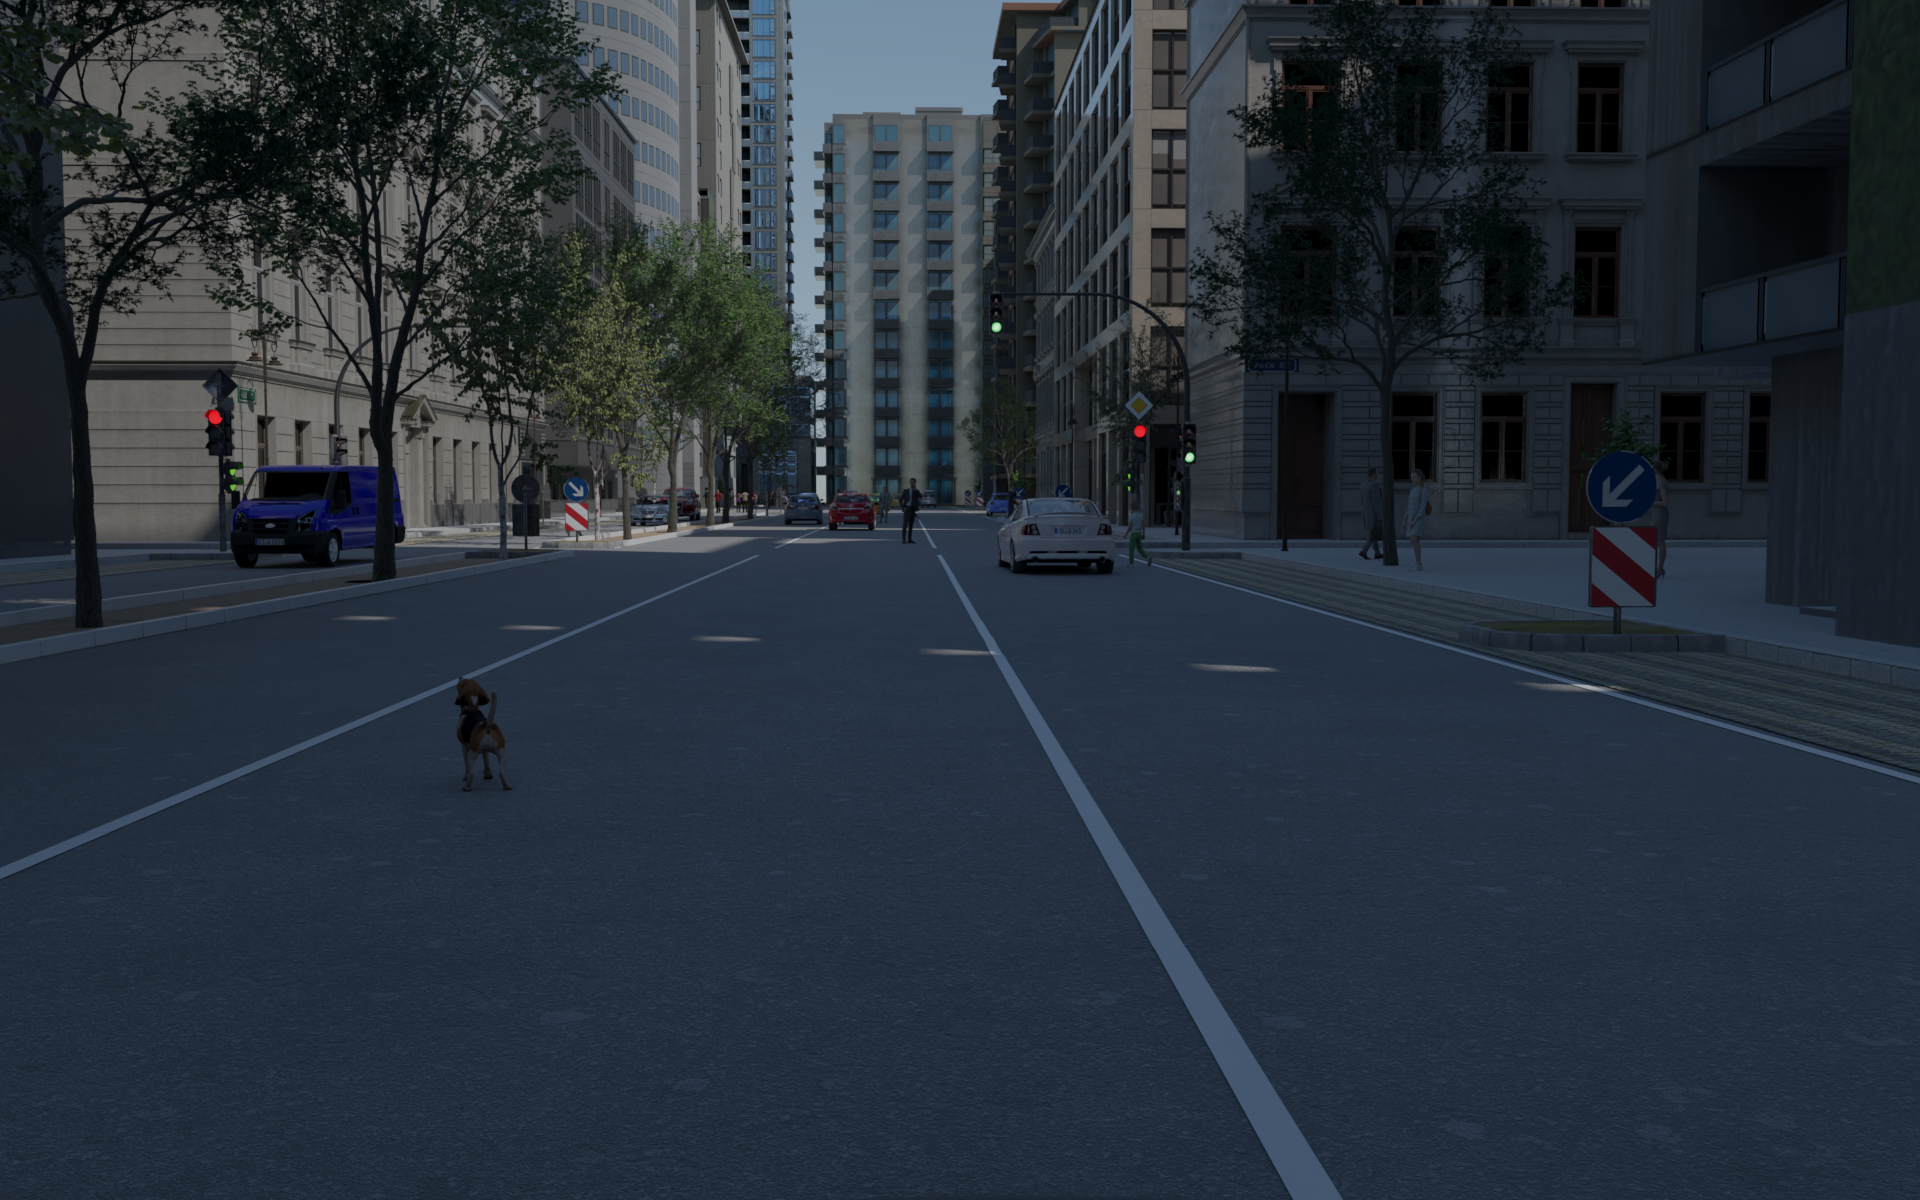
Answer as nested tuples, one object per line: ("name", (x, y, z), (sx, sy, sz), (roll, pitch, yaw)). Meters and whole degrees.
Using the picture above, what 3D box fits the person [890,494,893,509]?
("person", (-6.494, -9.164, 161.546), (0.599, 1.433, 0.991), (-2, 4, -34))

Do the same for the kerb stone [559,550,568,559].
("kerb stone", (-8.872, -0.981, 38.238), (0.120, 0.150, 1.000), (0, 4, -2))

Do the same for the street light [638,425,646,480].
("street light", (-21.060, -8.666, 114.470), (0.468, 5.910, 1.993), (0, 4, -2))

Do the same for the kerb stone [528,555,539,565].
("kerb stone", (-8.773, -0.790, 35.173), (0.120, 0.150, 1.000), (0, 4, -2))

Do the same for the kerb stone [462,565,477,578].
("kerb stone", (-8.611, -0.481, 30.053), (0.120, 0.150, 1.000), (0, 4, -2))

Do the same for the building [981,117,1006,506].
("building", (9.252, -31.039, 191.088), (14.154, 41.232, 14.086), (0, 4, -2))

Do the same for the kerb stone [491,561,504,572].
("kerb stone", (-8.671, -0.603, 32.096), (0.120, 0.150, 1.000), (0, 4, -2))

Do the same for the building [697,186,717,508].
("building", (-29.877, -23.548, 156.712), (14.160, 30.474, 14.107), (0, 4, -2))

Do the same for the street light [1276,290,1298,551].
("street light", (7.284, -4.029, 38.669), (0.468, 5.910, 1.993), (0, 4, -2))

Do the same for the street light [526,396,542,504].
("street light", (-19.837, -6.607, 80.804), (0.468, 5.910, 1.993), (0, 4, -2))

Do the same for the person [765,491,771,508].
("person", (-19.114, -9.980, 172.395), (0.721, 1.735, 1.217), (-2, 4, -29))

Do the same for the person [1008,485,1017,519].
("person", (2.619, -4.782, 86.043), (0.474, 1.900, 0.648), (0, 4, -1))

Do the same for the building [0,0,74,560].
("building", (-30.582, -14.480, 30.253), (24.014, 27.812, 14.314), (0, 4, -2))

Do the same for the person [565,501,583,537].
("person", (-12.971, -3.023, 58.275), (0.624, 1.780, 0.694), (-1, 4, -10))

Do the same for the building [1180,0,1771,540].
("building", (17.459, -13.241, 52.652), (21.152, 22.565, 11.583), (0, 4, -2))

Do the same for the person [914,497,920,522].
("person", (-2.317, -4.988, 89.899), (0.795, 1.843, 0.661), (3, 5, 40))

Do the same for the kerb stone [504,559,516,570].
("kerb stone", (-8.712, -0.668, 33.125), (0.120, 0.150, 1.000), (0, 4, -2))

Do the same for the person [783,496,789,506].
("person", (-13.021, -7.180, 129.134), (0.421, 1.427, 0.697), (3, 5, 41))

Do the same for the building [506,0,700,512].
("building", (-32.644, -36.247, 134.635), (21.231, 58.520, 28.212), (0, 4, -2))

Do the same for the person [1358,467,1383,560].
("person", (8.134, -1.704, 34.008), (0.767, 1.812, 0.694), (-1, 4, -15))

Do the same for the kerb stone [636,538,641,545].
("kerb stone", (-9.225, -1.639, 48.990), (0.120, 0.150, 1.000), (0, 4, -2))

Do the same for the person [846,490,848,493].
("person", (-10.416, -9.303, 161.049), (0.683, 1.767, 0.568), (1, 4, 9))

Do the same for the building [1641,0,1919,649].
("building", (14.881, -20.352, 16.343), (14.154, 41.232, 14.086), (0, 4, -2))

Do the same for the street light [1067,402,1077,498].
("street light", (5.656, -6.997, 87.189), (0.468, 5.910, 1.993), (0, 4, -2))

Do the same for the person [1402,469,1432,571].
("person", (7.659, -1.344, 29.025), (0.522, 1.701, 0.512), (-1, 4, -20))

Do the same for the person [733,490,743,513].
("person", (-17.105, -7.638, 134.061), (1.217, 1.739, 0.721), (2, 4, 29))

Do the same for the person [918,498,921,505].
("person", (-3.769, -8.918, 154.239), (0.705, 1.831, 1.348), (-1, 4, -20))

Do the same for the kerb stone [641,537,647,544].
("kerb stone", (-9.261, -1.695, 50.012), (0.120, 0.150, 1.000), (0, 4, -2))

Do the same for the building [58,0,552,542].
("building", (-28.167, -17.781, 67.132), (17.030, 29.872, 44.131), (0, 4, -2))

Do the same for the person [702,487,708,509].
("person", (-21.890, -8.786, 149.332), (0.705, 1.869, 1.348), (1, 4, 13))

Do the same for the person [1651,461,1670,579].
("person", (10.524, -1.212, 26.197), (0.374, 1.781, 0.599), (1, 4, 17))

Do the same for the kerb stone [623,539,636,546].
("kerb stone", (-9.187, -1.576, 47.968), (0.120, 0.150, 1.000), (0, 4, -2))

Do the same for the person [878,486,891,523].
("person", (-3.732, -4.707, 85.551), (0.635, 1.810, 0.391), (0, 4, 4))

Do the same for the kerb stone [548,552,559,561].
("kerb stone", (-8.842, -0.919, 37.217), (0.120, 0.150, 1.000), (0, 4, -2))

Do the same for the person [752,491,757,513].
("person", (-15.248, -7.215, 127.929), (0.593, 1.643, 0.415), (1, 4, 13))

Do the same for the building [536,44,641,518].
("building", (-27.618, -18.822, 101.240), (14.314, 27.812, 24.014), (0, 4, -2))

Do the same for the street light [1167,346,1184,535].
("street light", (6.758, -4.955, 53.798), (0.468, 5.910, 1.993), (0, 4, -2))

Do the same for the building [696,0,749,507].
("building", (-37.128, -36.264, 182.150), (27.495, 52.752, 28.713), (0, 4, -2))

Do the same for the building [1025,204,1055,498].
("building", (10.721, -16.855, 111.739), (11.583, 22.565, 21.152), (0, 4, -2))

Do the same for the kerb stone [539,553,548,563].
("kerb stone", (-8.819, -0.854, 36.194), (0.120, 0.150, 1.000), (0, 4, -2))

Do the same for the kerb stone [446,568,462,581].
("kerb stone", (-8.575, -0.418, 29.032), (0.120, 0.150, 1.000), (0, 4, -2))

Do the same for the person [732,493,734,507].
("person", (-22.521, -9.891, 170.981), (0.599, 1.433, 0.991), (-1, 4, -15))

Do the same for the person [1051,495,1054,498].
("person", (4.946, -5.056, 93.399), (0.332, 1.250, 0.352), (-3, 5, -45))

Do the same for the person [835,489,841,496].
("person", (-6.699, -5.299, 95.893), (0.466, 1.731, 0.760), (-1, 4, -9))

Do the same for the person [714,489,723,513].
("person", (-18.147, -7.419, 129.740), (1.348, 1.831, 0.705), (2, 4, 33))

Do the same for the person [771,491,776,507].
("person", (-21.229, -11.465, 196.045), (0.705, 1.812, 1.348), (-2, 4, -29))

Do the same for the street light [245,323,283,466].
("street light", (-18.710, -4.522, 46.730), (0.468, 5.910, 1.993), (0, 4, -2))

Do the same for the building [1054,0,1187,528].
("building", (15.578, -17.018, 82.766), (19.350, 26.468, 34.151), (0, 4, -2))

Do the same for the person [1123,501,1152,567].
("person", (3.481, -1.295, 33.923), (0.590, 1.304, 0.306), (3, 4, 37))

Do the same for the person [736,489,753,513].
("person", (-16.469, -7.588, 132.580), (1.348, 1.823, 0.705), (-1, 4, -22))

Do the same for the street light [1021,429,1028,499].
("street light", (4.533, -9.086, 121.340), (0.468, 5.910, 1.993), (0, 4, -2))

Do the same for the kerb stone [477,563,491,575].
("kerb stone", (-8.639, -0.543, 31.075), (0.120, 0.150, 1.000), (0, 4, -2))

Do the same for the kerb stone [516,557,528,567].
("kerb stone", (-8.746, -0.731, 34.151), (0.120, 0.150, 1.000), (0, 4, -2))

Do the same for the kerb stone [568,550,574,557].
("kerb stone", (-8.908, -1.044, 39.260), (0.120, 0.150, 1.000), (0, 4, -2))

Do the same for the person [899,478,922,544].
("person", (-1.417, -2.586, 50.151), (0.648, 1.900, 0.474), (-2, 4, -31))

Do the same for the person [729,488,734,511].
("person", (-13.739, -5.804, 103.579), (0.466, 1.800, 0.511), (-1, 4, -19))
